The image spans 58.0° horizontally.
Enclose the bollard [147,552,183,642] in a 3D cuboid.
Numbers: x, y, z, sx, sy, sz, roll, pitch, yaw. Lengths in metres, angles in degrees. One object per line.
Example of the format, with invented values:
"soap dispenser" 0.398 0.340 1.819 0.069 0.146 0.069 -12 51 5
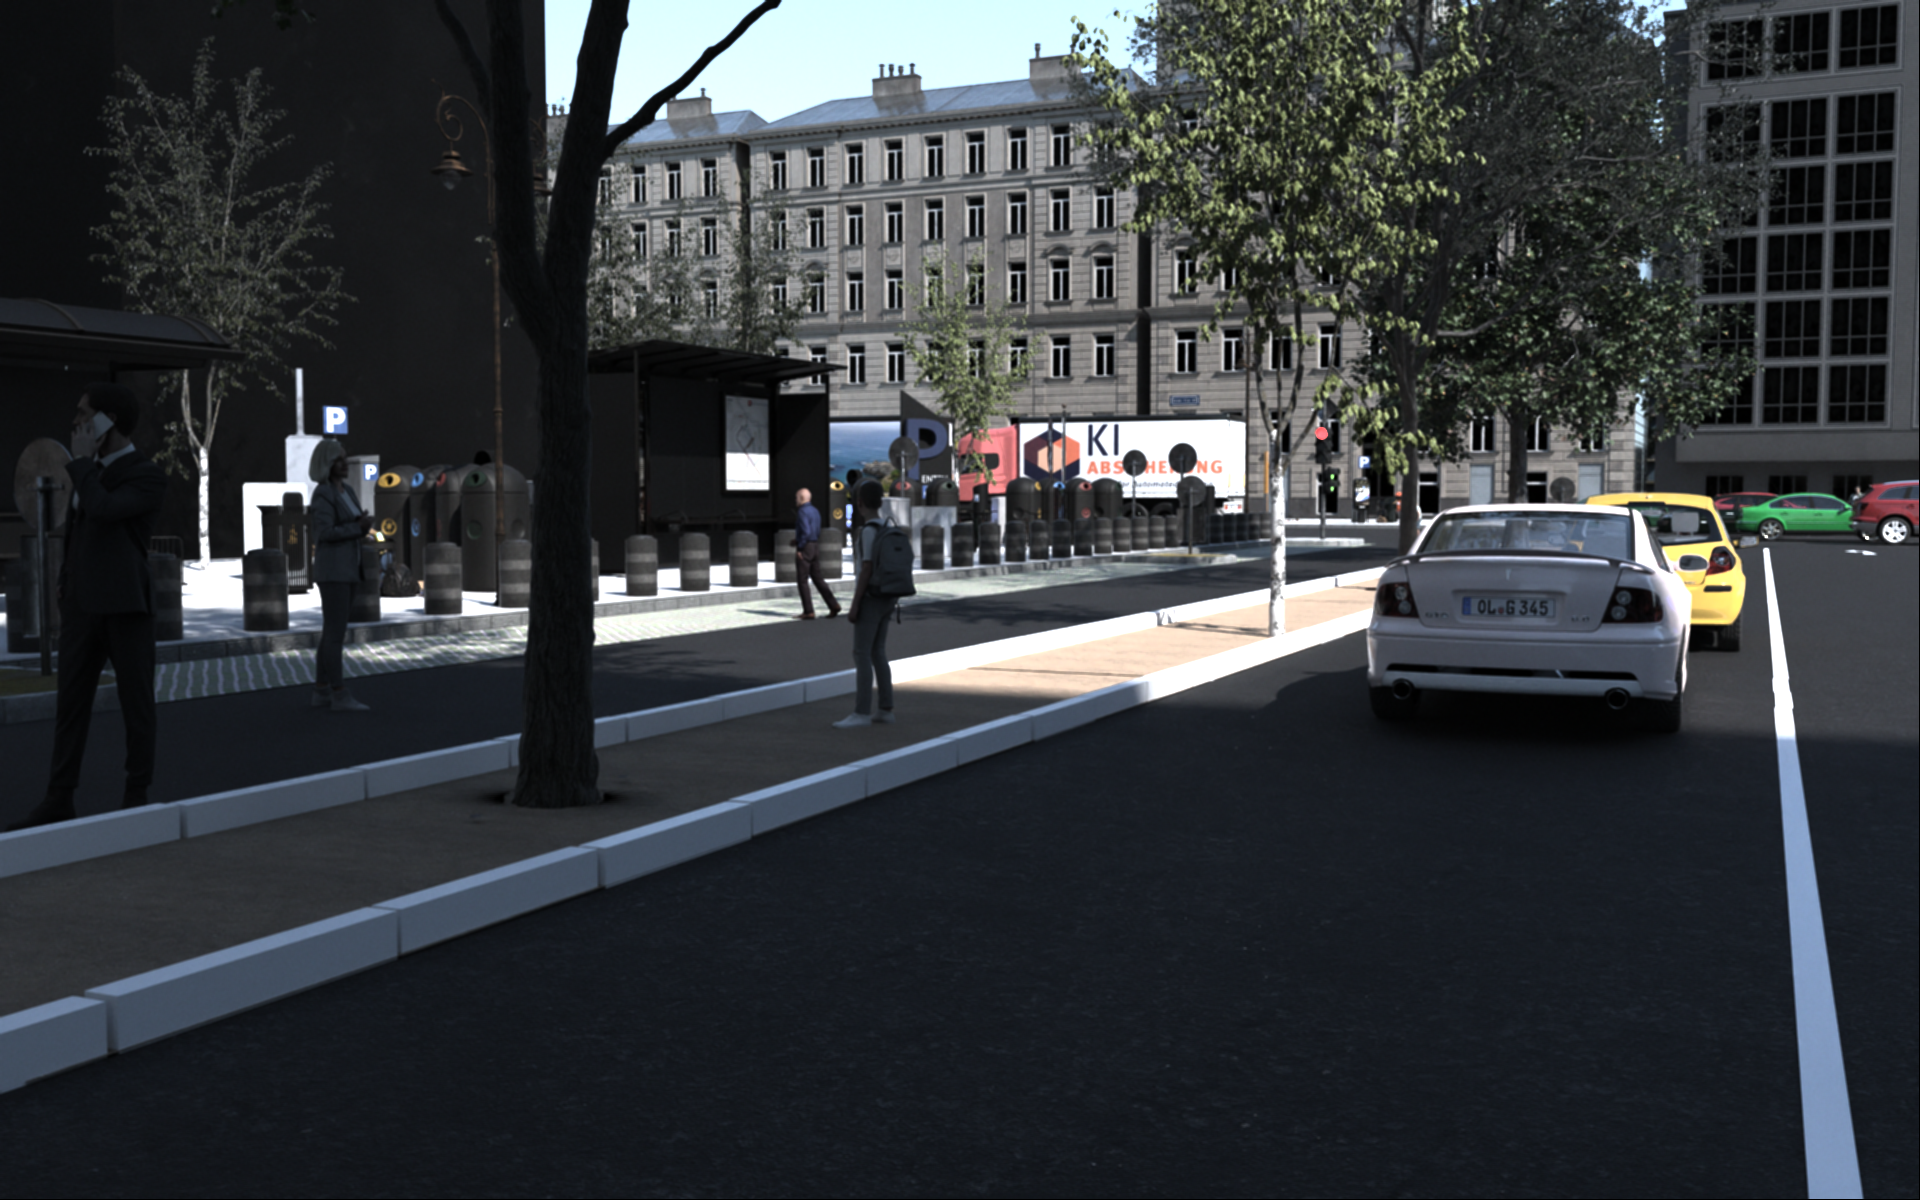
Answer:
"bollard" -7.052 -0.030 15.216 0.404 0.777 0.398 0 3 0

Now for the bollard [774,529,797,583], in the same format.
"bollard" -2.488 -0.635 25.100 0.404 0.777 0.398 0 3 0

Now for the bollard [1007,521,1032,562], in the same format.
"bollard" 1.048 -1.103 32.753 0.404 0.777 0.398 0 3 0

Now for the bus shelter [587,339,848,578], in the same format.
"bus shelter" -4.124 -2.337 29.492 1.731 3.624 6.357 2 4 25

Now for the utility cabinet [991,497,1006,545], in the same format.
"utility cabinet" 1.022 -2.039 44.499 0.306 1.237 1.020 -1 4 -9

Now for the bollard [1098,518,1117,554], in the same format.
"bollard" 3.064 -1.371 37.125 0.404 0.777 0.398 0 3 0

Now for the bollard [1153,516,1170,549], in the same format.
"bollard" 4.578 -1.571 40.409 0.404 0.777 0.398 0 3 0

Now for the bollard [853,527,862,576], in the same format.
"bollard" -1.480 -0.769 27.287 0.404 0.777 0.398 0 3 0

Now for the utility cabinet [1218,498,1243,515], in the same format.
"utility cabinet" 12.951 -4.543 82.955 1.173 1.500 0.318 1 4 16

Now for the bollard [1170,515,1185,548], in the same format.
"bollard" 5.086 -1.638 41.499 0.404 0.777 0.398 0 3 0

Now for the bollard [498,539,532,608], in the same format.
"bollard" -5.022 -0.300 19.617 0.404 0.777 0.398 0 3 0

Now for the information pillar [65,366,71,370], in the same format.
"information pillar" -16.223 -2.486 31.996 0.183 3.616 0.504 3 5 44

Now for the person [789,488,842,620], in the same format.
"person" -1.756 -0.532 19.890 0.600 1.496 0.574 3 5 44

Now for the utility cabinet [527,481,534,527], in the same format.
"utility cabinet" -6.745 -1.252 29.157 1.173 1.500 0.318 -1 4 -22

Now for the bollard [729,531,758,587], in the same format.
"bollard" -3.000 -0.567 23.995 0.404 0.777 0.398 0 3 0

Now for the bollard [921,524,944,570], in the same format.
"bollard" -0.469 -0.902 29.469 0.404 0.777 0.398 0 3 0

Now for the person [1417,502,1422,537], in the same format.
"person" 14.554 -2.571 55.227 0.332 1.250 0.352 -3 5 -43

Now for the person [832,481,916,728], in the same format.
"person" -0.546 0.024 10.709 0.523 1.515 0.503 -1 4 -9

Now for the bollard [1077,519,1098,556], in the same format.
"bollard" 2.560 -1.303 36.028 0.404 0.777 0.398 0 3 0

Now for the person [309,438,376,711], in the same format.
"person" -4.123 -0.181 11.645 0.526 1.800 0.537 1 4 12

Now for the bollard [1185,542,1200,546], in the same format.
"bollard" 5.592 -1.705 42.595 0.404 0.777 0.398 0 3 0

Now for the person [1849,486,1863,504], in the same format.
"person" 32.982 -3.328 63.630 0.376 1.734 0.841 -2 4 -28

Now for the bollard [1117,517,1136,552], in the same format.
"bollard" 3.569 -1.438 38.222 0.404 0.777 0.398 0 3 0

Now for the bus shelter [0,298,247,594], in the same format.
"bus shelter" -10.032 -1.430 17.302 2.014 3.302 5.546 2 4 25

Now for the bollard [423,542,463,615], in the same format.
"bollard" -5.529 -0.232 18.513 0.404 0.777 0.398 0 3 0

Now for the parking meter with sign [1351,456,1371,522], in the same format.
"parking meter with sign" 18.261 -5.064 79.050 0.543 3.016 1.738 2 4 25

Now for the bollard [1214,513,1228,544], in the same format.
"bollard" 6.603 -1.839 44.783 0.404 0.777 0.398 0 3 0

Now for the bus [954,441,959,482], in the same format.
"bus" -0.094 -5.055 74.202 12.252 3.916 2.896 2 4 24

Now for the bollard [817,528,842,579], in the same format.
"bollard" -1.981 -0.702 26.194 0.404 0.777 0.398 0 3 0

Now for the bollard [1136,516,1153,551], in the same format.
"bollard" 4.076 -1.505 39.317 0.404 0.777 0.398 0 3 0

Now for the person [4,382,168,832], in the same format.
"person" -3.688 0.029 7.386 0.648 1.900 0.474 1 4 21

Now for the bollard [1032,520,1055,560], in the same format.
"bollard" 1.549 -1.170 33.846 0.404 0.777 0.398 0 3 0

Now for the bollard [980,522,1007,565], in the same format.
"bollard" 0.543 -1.036 31.662 0.404 0.777 0.398 0 3 0

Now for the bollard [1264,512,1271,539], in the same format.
"bollard" 8.635 -2.109 49.192 0.404 0.777 0.398 0 3 0

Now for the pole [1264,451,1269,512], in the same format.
"pole" 14.660 -5.450 82.943 0.158 3.312 0.155 0 3 0

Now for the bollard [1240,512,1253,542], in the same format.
"bollard" 7.617 -1.973 46.981 0.404 0.777 0.398 0 3 0

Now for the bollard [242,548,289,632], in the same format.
"bollard" -6.543 -0.098 16.318 0.404 0.777 0.398 0 3 0

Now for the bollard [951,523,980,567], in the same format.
"bollard" 0.040 -0.970 30.571 0.404 0.777 0.398 0 3 0

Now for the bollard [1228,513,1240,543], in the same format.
"bollard" 7.105 -1.906 45.875 0.404 0.777 0.398 0 3 0

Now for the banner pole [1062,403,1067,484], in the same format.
"banner pole" 2.843 -3.529 47.710 0.401 3.779 0.863 1 4 9

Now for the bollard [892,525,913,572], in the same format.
"bollard" -0.978 -0.836 28.379 0.404 0.777 0.398 0 3 0

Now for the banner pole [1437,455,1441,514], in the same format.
"banner pole" 22.744 -5.642 82.260 0.401 3.779 0.863 0 4 3

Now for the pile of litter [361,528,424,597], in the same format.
"pile of litter" -7.226 -0.488 21.946 1.719 0.858 1.176 3 4 37

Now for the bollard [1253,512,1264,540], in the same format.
"bollard" 8.123 -2.041 48.081 0.404 0.777 0.398 0 3 0

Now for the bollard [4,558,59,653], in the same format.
"bollard" -7.555 0.036 14.123 0.404 0.777 0.398 0 3 0

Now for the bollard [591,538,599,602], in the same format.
"bollard" -4.520 -0.366 20.709 0.404 0.777 0.398 0 3 0

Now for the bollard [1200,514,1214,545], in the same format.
"bollard" 6.095 -1.772 43.694 0.404 0.777 0.398 0 3 0

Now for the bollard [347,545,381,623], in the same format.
"bollard" -6.040 -0.165 17.413 0.404 0.777 0.398 0 3 0

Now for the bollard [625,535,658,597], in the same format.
"bollard" -4.010 -0.433 21.803 0.404 0.777 0.398 0 3 0

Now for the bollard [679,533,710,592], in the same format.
"bollard" -3.505 -0.500 22.894 0.404 0.777 0.398 0 3 0

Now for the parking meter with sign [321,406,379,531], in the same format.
"parking meter with sign" -11.760 -2.305 33.953 1.738 3.016 0.543 3 4 37

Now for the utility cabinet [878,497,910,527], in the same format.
"utility cabinet" -1.364 -1.331 32.932 0.306 1.237 1.020 3 4 36

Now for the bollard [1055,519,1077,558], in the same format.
"bollard" 2.050 -1.237 34.939 0.404 0.777 0.398 0 3 0
